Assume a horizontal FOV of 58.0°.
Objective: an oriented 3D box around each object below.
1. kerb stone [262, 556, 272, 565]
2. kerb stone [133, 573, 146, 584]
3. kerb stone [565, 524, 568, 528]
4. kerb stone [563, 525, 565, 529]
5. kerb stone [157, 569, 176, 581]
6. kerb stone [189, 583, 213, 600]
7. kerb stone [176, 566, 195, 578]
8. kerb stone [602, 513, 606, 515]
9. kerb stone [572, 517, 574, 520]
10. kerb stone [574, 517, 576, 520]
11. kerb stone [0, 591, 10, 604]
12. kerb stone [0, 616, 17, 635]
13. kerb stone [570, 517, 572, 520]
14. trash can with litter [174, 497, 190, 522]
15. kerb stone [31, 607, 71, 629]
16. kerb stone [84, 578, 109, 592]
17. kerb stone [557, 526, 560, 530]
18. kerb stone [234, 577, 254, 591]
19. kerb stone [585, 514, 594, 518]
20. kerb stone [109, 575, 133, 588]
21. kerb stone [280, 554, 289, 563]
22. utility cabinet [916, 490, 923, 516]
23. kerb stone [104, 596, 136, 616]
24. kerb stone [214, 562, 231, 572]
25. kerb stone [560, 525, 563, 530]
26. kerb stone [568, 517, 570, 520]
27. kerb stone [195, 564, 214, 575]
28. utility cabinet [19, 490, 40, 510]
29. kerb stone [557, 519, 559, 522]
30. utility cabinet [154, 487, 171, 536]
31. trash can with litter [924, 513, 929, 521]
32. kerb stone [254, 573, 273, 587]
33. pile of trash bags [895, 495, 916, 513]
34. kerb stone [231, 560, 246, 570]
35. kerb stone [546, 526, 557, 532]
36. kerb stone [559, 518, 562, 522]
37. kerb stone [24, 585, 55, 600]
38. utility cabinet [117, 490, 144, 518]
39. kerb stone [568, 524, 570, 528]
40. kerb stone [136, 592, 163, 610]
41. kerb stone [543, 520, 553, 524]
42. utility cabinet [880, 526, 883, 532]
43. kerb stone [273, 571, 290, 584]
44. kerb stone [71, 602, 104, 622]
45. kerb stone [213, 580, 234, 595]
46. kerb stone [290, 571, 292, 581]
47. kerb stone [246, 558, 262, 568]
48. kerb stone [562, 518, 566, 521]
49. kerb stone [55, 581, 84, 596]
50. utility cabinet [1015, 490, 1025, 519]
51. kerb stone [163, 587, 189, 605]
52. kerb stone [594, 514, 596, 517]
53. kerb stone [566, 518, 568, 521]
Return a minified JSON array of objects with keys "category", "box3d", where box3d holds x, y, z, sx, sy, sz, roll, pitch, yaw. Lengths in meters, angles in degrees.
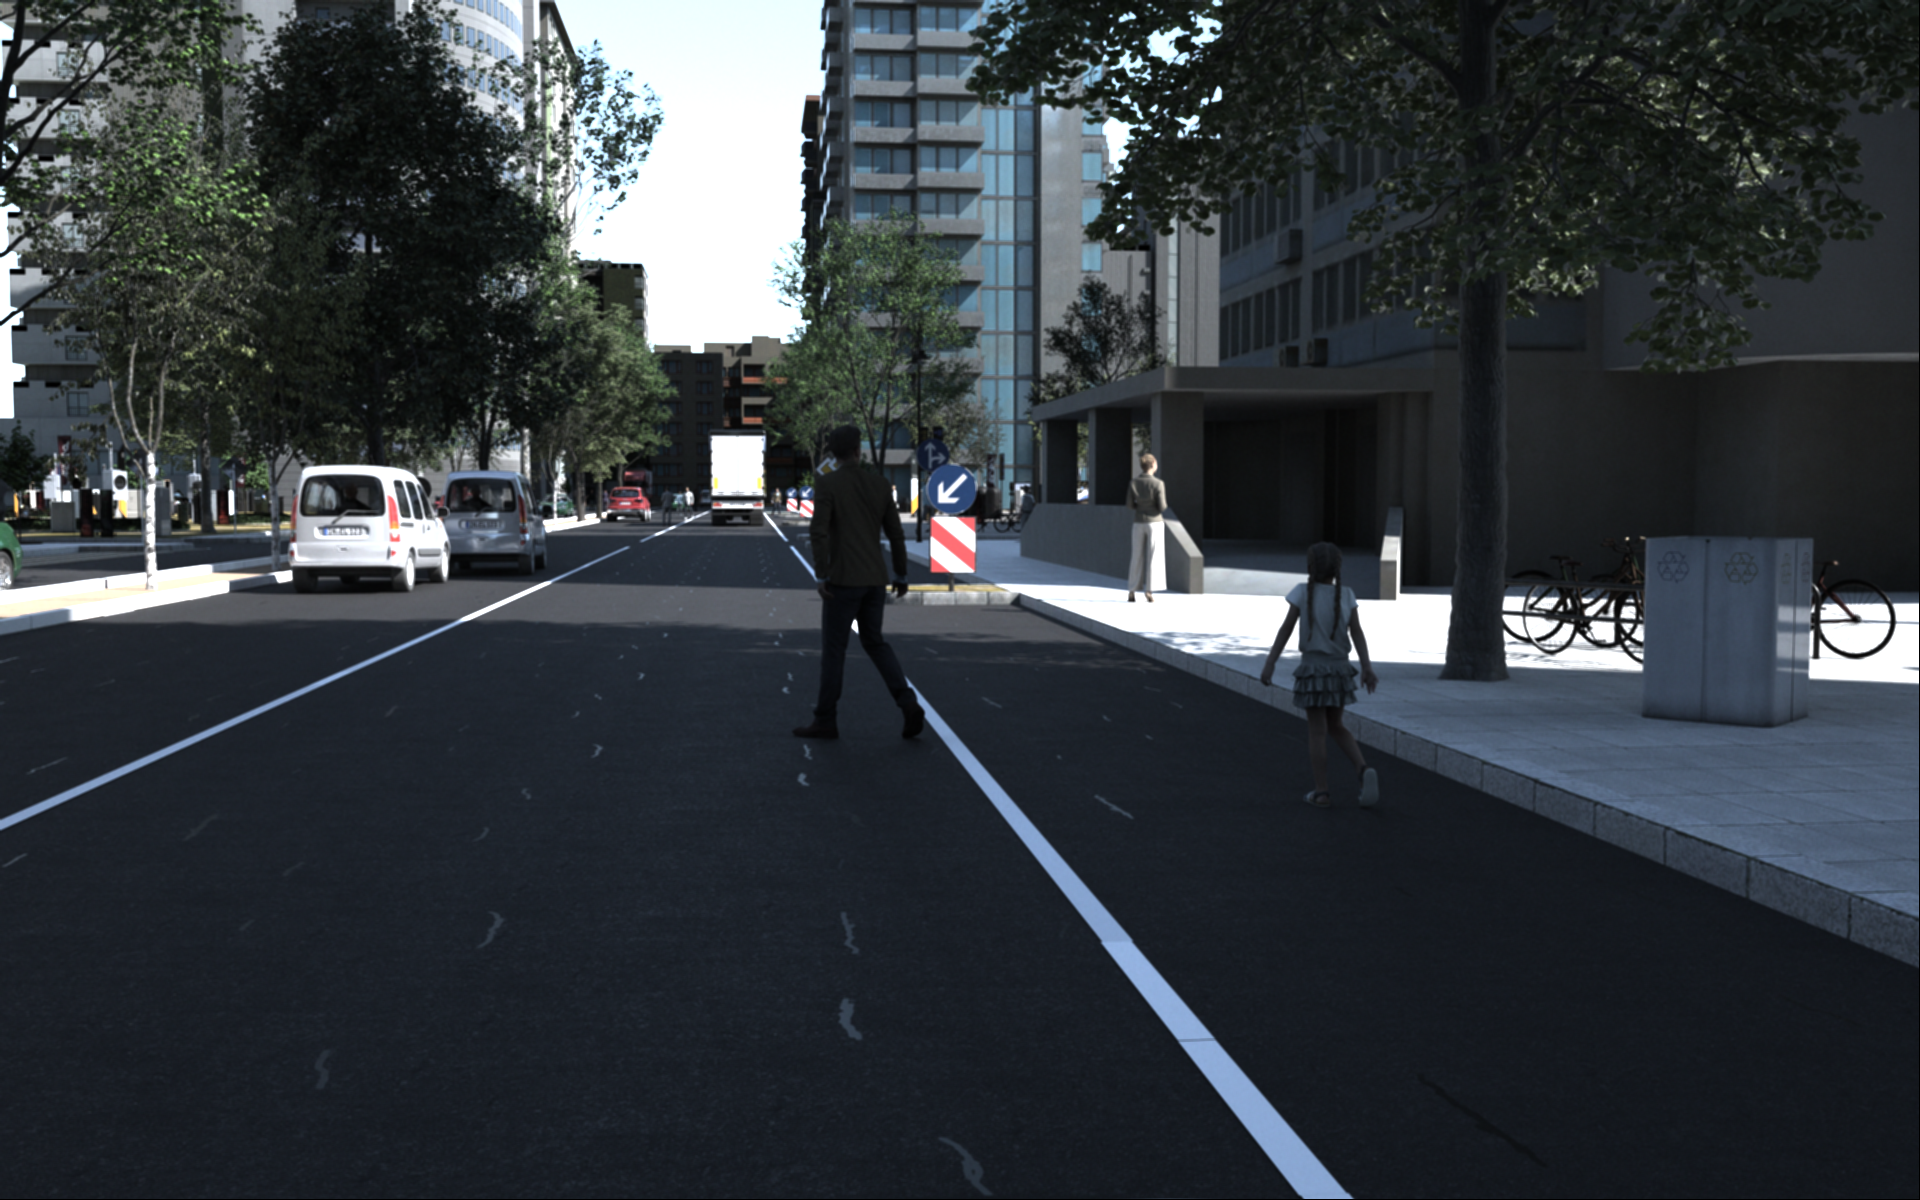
[{"category":"kerb stone","box3d":[-14.014,-0.773,34.828,0.120,0.150,1.000,0,4,-7]},{"category":"kerb stone","box3d":[-13.135,-0.334,27.697,0.120,0.150,1.000,0,4,-7]},{"category":"kerb stone","box3d":[-16.356,-2.999,71.249,0.120,0.150,1.000,0,4,-7]},{"category":"kerb stone","box3d":[-16.221,-2.938,70.235,0.120,0.150,1.000,0,4,-7]},{"category":"kerb stone","box3d":[-13.267,-0.396,28.716,0.120,0.150,1.000,0,4,-7]},{"category":"kerb stone","box3d":[-10.556,-0.103,23.879,0.120,0.150,1.000,0,4,-7]},{"category":"kerb stone","box3d":[-13.395,-0.460,29.733,0.120,0.150,1.000,0,4,-7]},{"category":"kerb stone","box3d":[-24.278,-5.909,118.811,0.120,0.150,1.000,0,4,-7]},{"category":"kerb stone","box3d":[-21.291,-4.414,94.369,0.120,0.150,1.000,0,4,-7]},{"category":"kerb stone","box3d":[-21.419,-4.477,95.398,0.120,0.150,1.000,0,4,-7]},{"category":"kerb stone","box3d":[-12.523,-0.025,22.605,0.120,0.150,1.000,0,4,-7]},{"category":"kerb stone","box3d":[-9.811,0.274,17.782,0.120,0.150,1.000,0,4,-7]},{"category":"kerb stone","box3d":[-21.167,-4.349,93.347,0.120,0.150,1.000,0,4,-7]},{"category":"trash can with litter","box3d":[-35.430,-4.128,78.883,0.624,1.170,1.055,-1,4,-21]},{"category":"kerb stone","box3d":[-9.937,0.208,18.800,0.120,0.150,1.000,0,4,-7]},{"category":"kerb stone","box3d":[-12.888,-0.212,25.661,0.120,0.150,1.000,0,4,-7]},{"category":"kerb stone","box3d":[-15.979,-2.814,68.197,0.120,0.150,1.000,0,4,-7]},{"category":"kerb stone","box3d":[-10.810,-0.225,25.920,0.120,0.150,1.000,0,4,-7]},{"category":"kerb stone","box3d":[-22.789,-5.162,106.595,0.120,0.150,1.000,0,4,-7]},{"category":"kerb stone","box3d":[-13.014,-0.274,26.675,0.120,0.150,1.000,0,4,-7]},{"category":"kerb stone","box3d":[-14.134,-0.835,35.844,0.120,0.150,1.000,0,4,-7]},{"category":"utility cabinet","box3d":[-2.181,-5.491,98.463,0.318,1.500,1.173,-1,4,-21]},{"category":"kerb stone","box3d":[-10.176,0.083,20.830,0.120,0.150,1.000,0,4,-7]},{"category":"kerb stone","box3d":[-13.640,-0.585,31.771,0.120,0.150,1.000,0,4,-7]},{"category":"kerb stone","box3d":[-16.096,-2.874,69.221,0.120,0.150,1.000,0,4,-7]},{"category":"kerb stone","box3d":[-21.045,-4.289,92.328,0.120,0.150,1.000,0,4,-7]},{"category":"kerb stone","box3d":[-13.518,-0.523,30.757,0.120,0.150,1.000,0,4,-7]},{"category":"utility cabinet","box3d":[-56.491,-5.903,105.184,0.318,1.500,1.173,2,4,26]},{"category":"kerb stone","box3d":[-20.429,-3.978,87.240,0.120,0.150,1.000,0,4,-7]},{"category":"utility cabinet","box3d":[-24.033,-2.656,52.108,0.318,1.500,1.173,-1,4,-12]},{"category":"trash can with litter","box3d":[-1.392,-4.286,81.469,0.624,1.170,1.055,-1,4,-10]},{"category":"kerb stone","box3d":[-10.936,-0.289,26.946,0.120,0.150,1.000,0,4,-7]},{"category":"pile of trash bags","box3d":[-4.346,-6.582,117.371,1.912,1.369,3.447,3,5,43]},{"category":"kerb stone","box3d":[-13.766,-0.648,32.788,0.120,0.150,1.000,0,4,-7]},{"category":"kerb stone","box3d":[-15.851,-2.751,67.183,0.120,0.150,1.000,0,4,-7]},{"category":"kerb stone","box3d":[-20.548,-4.041,88.259,0.120,0.150,1.000,0,4,-7]},{"category":"kerb stone","box3d":[-12.641,-0.084,23.621,0.120,0.150,1.000,0,4,-7]},{"category":"utility cabinet","box3d":[-43.324,-5.002,90.455,1.173,1.500,0.318,-1,4,-14]},{"category":"kerb stone","box3d":[-16.470,-3.062,72.265,0.120,0.150,1.000,0,4,-7]},{"category":"kerb stone","box3d":[-10.312,0.022,21.844,0.120,0.150,1.000,0,4,-7]},{"category":"kerb stone","box3d":[-20.045,-3.785,84.194,0.120,0.150,1.000,0,4,-7]},{"category":"utility cabinet","box3d":[-2.831,-2.892,58.449,0.306,1.237,1.020,-1,4,-15]},{"category":"kerb stone","box3d":[-11.055,-0.352,27.961,0.120,0.150,1.000,0,4,-7]},{"category":"kerb stone","box3d":[-10.067,0.146,19.814,0.120,0.150,1.000,0,4,-7]},{"category":"kerb stone","box3d":[-10.685,-0.166,24.905,0.120,0.150,1.000,0,4,-7]},{"category":"kerb stone","box3d":[-11.184,-0.406,28.984,0.120,0.150,1.000,0,4,-7]},{"category":"kerb stone","box3d":[-13.885,-0.710,33.805,0.120,0.150,1.000,0,4,-7]},{"category":"kerb stone","box3d":[-20.795,-4.165,90.299,0.120,0.150,1.000,0,4,-7]},{"category":"kerb stone","box3d":[-12.763,-0.146,24.644,0.120,0.150,1.000,0,4,-7]},{"category":"utility cabinet","box3d":[3.097,-4.812,87.360,0.318,1.500,1.173,1,4,17]},{"category":"kerb stone","box3d":[-10.433,-0.041,22.859,0.120,0.150,1.000,0,4,-7]},{"category":"kerb stone","box3d":[-22.908,-5.223,107.611,0.120,0.150,1.000,0,4,-7]},{"category":"kerb stone","box3d":[-20.919,-4.227,91.314,0.120,0.150,1.000,0,4,-7]}]
